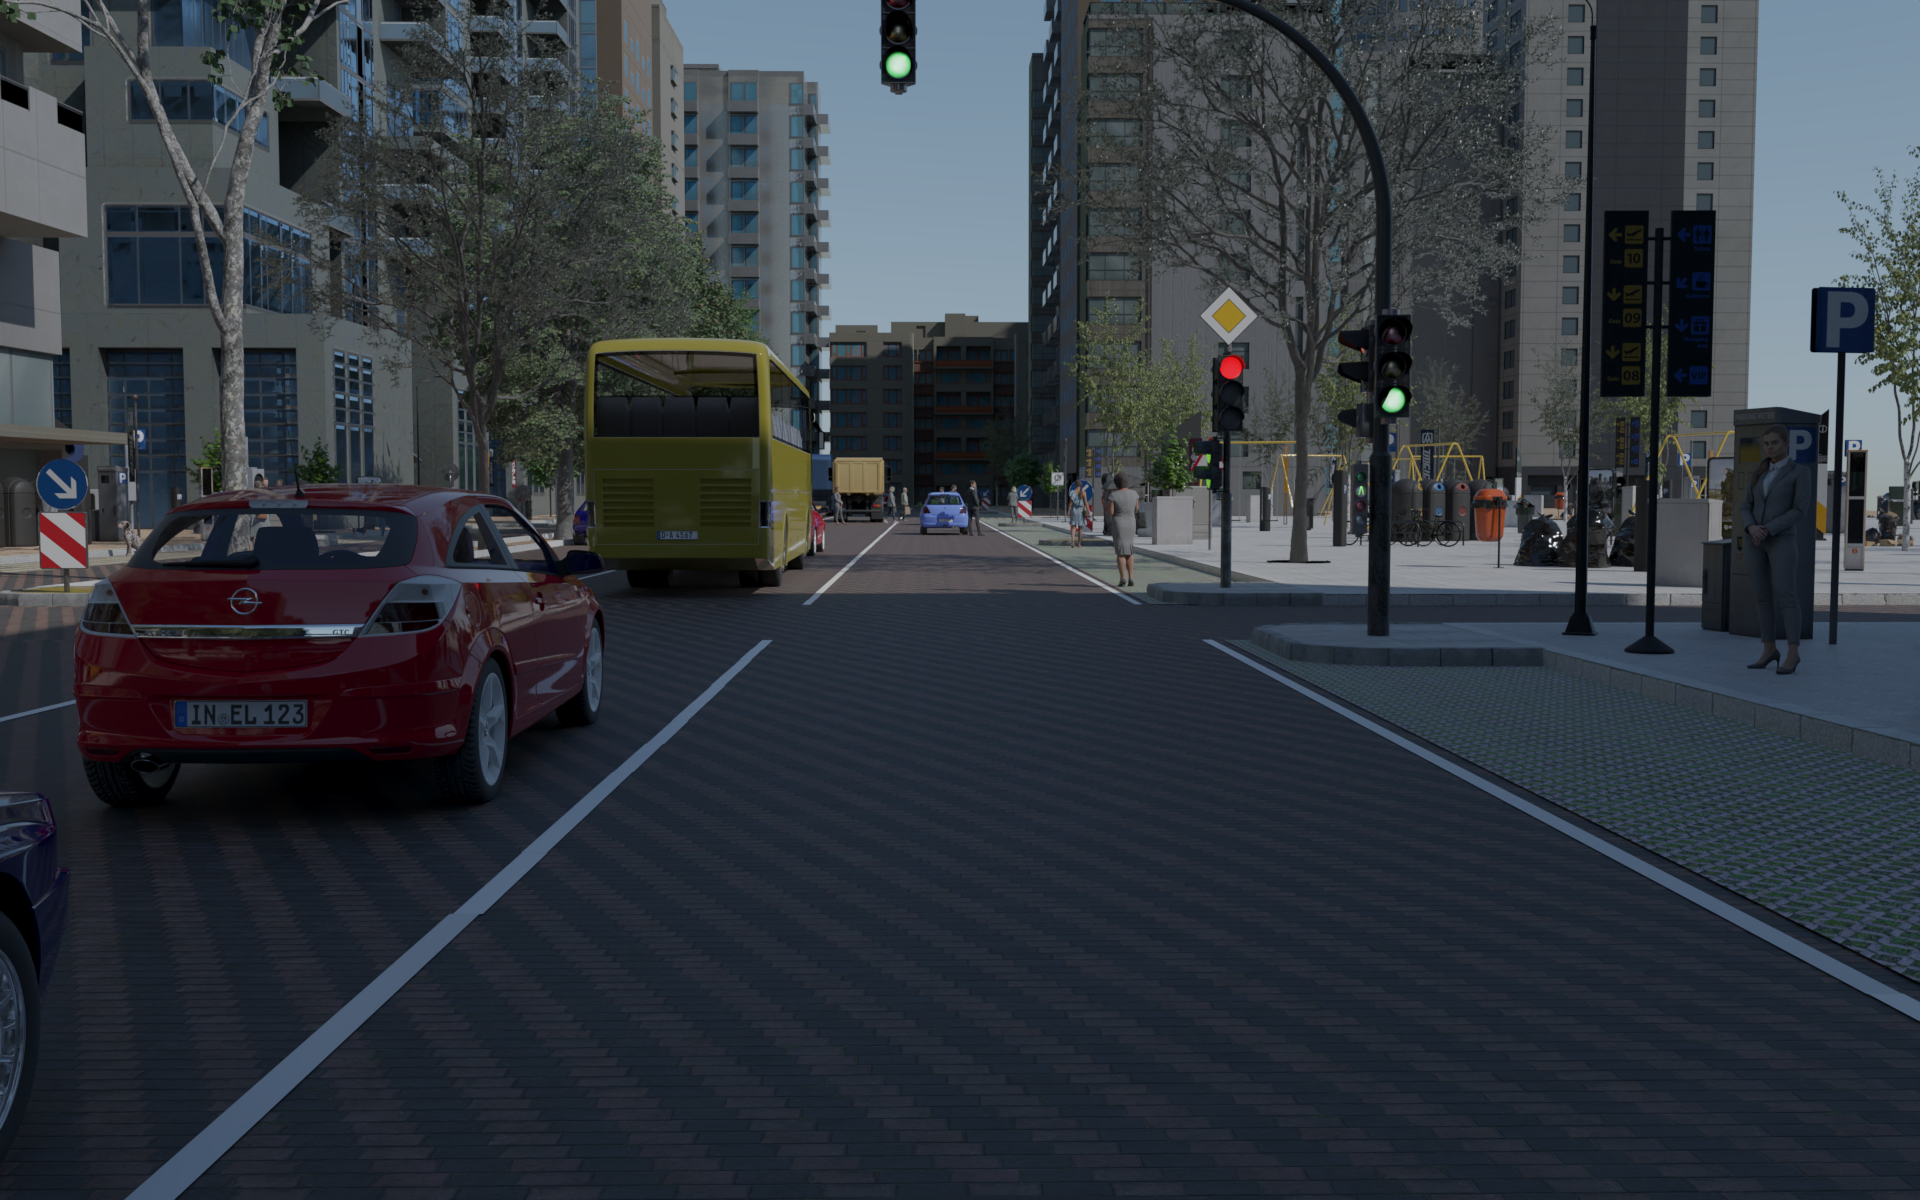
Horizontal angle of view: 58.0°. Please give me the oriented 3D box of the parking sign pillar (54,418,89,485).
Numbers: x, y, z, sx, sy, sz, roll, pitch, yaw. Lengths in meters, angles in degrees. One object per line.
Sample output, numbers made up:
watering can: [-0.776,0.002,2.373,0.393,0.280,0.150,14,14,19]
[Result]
parking sign pillar: [-28.714,-4.106,55.599,1.447,3.967,1.447,2,4,33]

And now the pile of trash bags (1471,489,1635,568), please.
pile of trash bags: [10.568,-1.279,30.657,3.447,1.369,1.912,-1,4,-20]

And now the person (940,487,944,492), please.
person: [-1.001,-4.940,89.442,0.466,1.800,0.511,-3,5,-40]

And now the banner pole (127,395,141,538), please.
banner pole: [-20.907,-3.292,43.836,0.401,3.779,0.863,-3,5,-42]

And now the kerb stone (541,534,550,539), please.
kerb stone: [-13.313,-2.020,55.223,0.120,0.150,1.000,0,4,-1]

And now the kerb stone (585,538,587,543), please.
kerb stone: [-11.154,-1.837,52.230,0.120,0.150,1.000,0,4,-1]

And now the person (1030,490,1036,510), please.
person: [5.690,-8.089,139.021,0.721,1.743,1.217,3,5,45]

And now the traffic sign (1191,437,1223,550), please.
traffic sign: [5.700,-2.414,39.475,0.884,2.594,0.081,0,4,1]

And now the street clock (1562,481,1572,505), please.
street clock: [33.042,-5.492,94.364,0.471,2.002,0.358,2,4,34]

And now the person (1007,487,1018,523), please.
person: [2.615,-4.741,86.201,0.537,1.800,0.526,0,4,-3]

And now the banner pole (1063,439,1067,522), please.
banner pole: [4.743,-5.408,78.444,0.401,3.779,0.863,0,4,-5]

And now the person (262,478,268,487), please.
person: [-21.820,-2.954,54.537,0.583,1.804,0.606,3,5,41]

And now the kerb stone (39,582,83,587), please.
kerb stone: [-12.733,-0.139,24.466,0.120,0.150,1.000,0,4,-1]

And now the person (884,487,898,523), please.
person: [-3.390,-4.676,85.134,0.728,1.800,0.709,0,4,-7]

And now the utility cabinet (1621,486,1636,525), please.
utility cabinet: [18.483,-2.374,47.494,0.318,1.500,1.173,3,5,40]

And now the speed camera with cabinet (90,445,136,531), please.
speed camera with cabinet: [-29.781,-4.041,60.405,2.038,3.252,0.660,1,4,11]

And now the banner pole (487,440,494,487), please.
banner pole: [-21.646,-5.490,79.785,0.401,3.779,0.863,1,4,10]

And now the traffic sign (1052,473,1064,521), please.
traffic sign: [4.694,-4.960,83.220,0.606,2.300,0.079,0,4,1]

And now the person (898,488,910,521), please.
person: [-3.005,-5.152,93.221,0.515,1.767,0.782,-1,4,-21]

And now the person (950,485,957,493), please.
person: [-0.313,-3.970,73.441,0.581,1.822,0.654,3,4,39]

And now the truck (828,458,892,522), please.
truck: [-5.293,-5.814,90.991,3.469,3.379,9.791,0,4,-3]

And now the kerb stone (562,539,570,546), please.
kerb stone: [-11.081,-1.586,48.130,0.120,0.150,1.000,0,4,-1]

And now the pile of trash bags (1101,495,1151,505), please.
pile of trash bags: [9.656,-5.376,97.648,3.447,1.369,1.912,-1,4,-11]

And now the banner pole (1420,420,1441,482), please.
banner pole: [16.012,-4.209,58.827,0.863,3.779,0.401,3,4,36]

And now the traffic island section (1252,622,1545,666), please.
traffic island section: [3.811,0.400,15.743,2.009,0.180,2.903,0,4,-1]

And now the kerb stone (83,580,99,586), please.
kerb stone: [-12.753,-0.201,25.488,0.120,0.150,1.000,0,4,-1]

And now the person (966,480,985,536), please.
person: [0.496,-3.163,59.583,0.474,1.900,0.648,-3,5,-45]

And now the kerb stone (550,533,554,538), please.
kerb stone: [-13.335,-2.075,56.252,0.120,0.150,1.000,0,4,-1]

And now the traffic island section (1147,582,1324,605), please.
traffic island section: [3.662,-0.088,23.727,2.009,0.180,2.903,0,4,-1]

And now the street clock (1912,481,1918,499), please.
street clock: [53.855,-5.694,97.667,0.471,2.002,0.358,-3,5,-40]

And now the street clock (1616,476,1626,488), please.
street clock: [26.701,-4.013,70.187,0.471,2.002,0.358,-1,4,-18]

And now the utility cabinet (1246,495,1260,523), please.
utility cabinet: [13.371,-4.103,78.237,1.020,1.237,0.306,-3,4,-36]

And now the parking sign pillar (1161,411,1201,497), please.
parking sign pillar: [7.151,-4.153,56.371,1.447,3.967,1.447,-1,4,-10]

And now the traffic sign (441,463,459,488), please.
traffic sign: [-20.948,-4.347,71.186,0.768,2.556,0.104,0,4,6]

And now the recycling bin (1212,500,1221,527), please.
recycling bin: [10.323,-3.440,68.795,0.722,1.027,0.722,1,4,12]

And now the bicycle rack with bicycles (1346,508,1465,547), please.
bicycle rack with bicycles: [11.252,-1.807,42.931,2.852,0.926,2.925,-3,4,-36]

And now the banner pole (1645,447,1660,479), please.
banner pole: [32.411,-5.562,80.952,0.863,3.779,0.401,3,5,41]

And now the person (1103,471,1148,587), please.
person: [2.551,-1.090,26.674,0.716,1.782,0.532,-1,4,-21]

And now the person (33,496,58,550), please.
person: [-20.817,-2.043,39.547,0.635,1.810,0.391,2,4,27]

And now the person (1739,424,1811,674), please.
person: [5.875,-0.383,12.573,0.520,1.790,0.573,3,5,43]

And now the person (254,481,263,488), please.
person: [-14.226,-1.569,35.159,0.522,1.701,0.512,3,5,44]

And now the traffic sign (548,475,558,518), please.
traffic sign: [-21.329,-5.592,91.428,0.884,2.594,0.081,0,4,6]

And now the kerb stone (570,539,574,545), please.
kerb stone: [-11.088,-1.649,49.152,0.120,0.150,1.000,0,4,-1]

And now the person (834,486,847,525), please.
person: [-5.582,-4.399,80.691,0.573,1.790,0.520,0,4,1]

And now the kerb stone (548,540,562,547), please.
kerb stone: [-11.059,-1.522,47.108,0.120,0.150,1.000,0,4,-1]

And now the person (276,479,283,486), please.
person: [-24.059,-3.361,61.172,0.721,1.800,0.419,1,4,14]

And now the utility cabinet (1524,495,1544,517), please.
utility cabinet: [32.098,-5.244,96.897,1.020,1.237,0.306,3,5,42]

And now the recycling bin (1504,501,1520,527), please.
recycling bin: [21.242,-3.322,66.876,0.722,1.027,0.722,1,4,23]

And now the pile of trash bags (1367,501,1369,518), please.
pile of trash bags: [21.751,-5.036,92.084,3.447,1.369,1.912,-1,4,-20]

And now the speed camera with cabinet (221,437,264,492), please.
speed camera with cabinet: [-24.620,-3.969,59.223,0.660,3.252,2.038,1,4,11]

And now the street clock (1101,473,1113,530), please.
street clock: [5.156,-3.430,60.652,0.358,2.002,0.471,3,4,36]

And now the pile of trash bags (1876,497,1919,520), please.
pile of trash bags: [47.256,-4.652,85.812,1.912,1.369,3.447,-1,4,-22]

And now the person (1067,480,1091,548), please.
person: [3.151,-2.284,45.938,0.616,1.811,0.778,1,4,16]

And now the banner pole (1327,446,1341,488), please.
banner pole: [19.103,-6.003,88.159,0.863,3.779,0.401,0,4,-1]

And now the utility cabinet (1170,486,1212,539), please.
utility cabinet: [6.511,-2.458,48.863,1.173,1.500,0.318,0,4,4]

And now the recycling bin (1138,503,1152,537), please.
recycling bin: [5.784,-2.388,51.605,0.722,1.027,0.722,-2,4,-35]

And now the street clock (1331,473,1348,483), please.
street clock: [11.951,-3.058,54.561,0.471,2.002,0.358,2,4,33]
